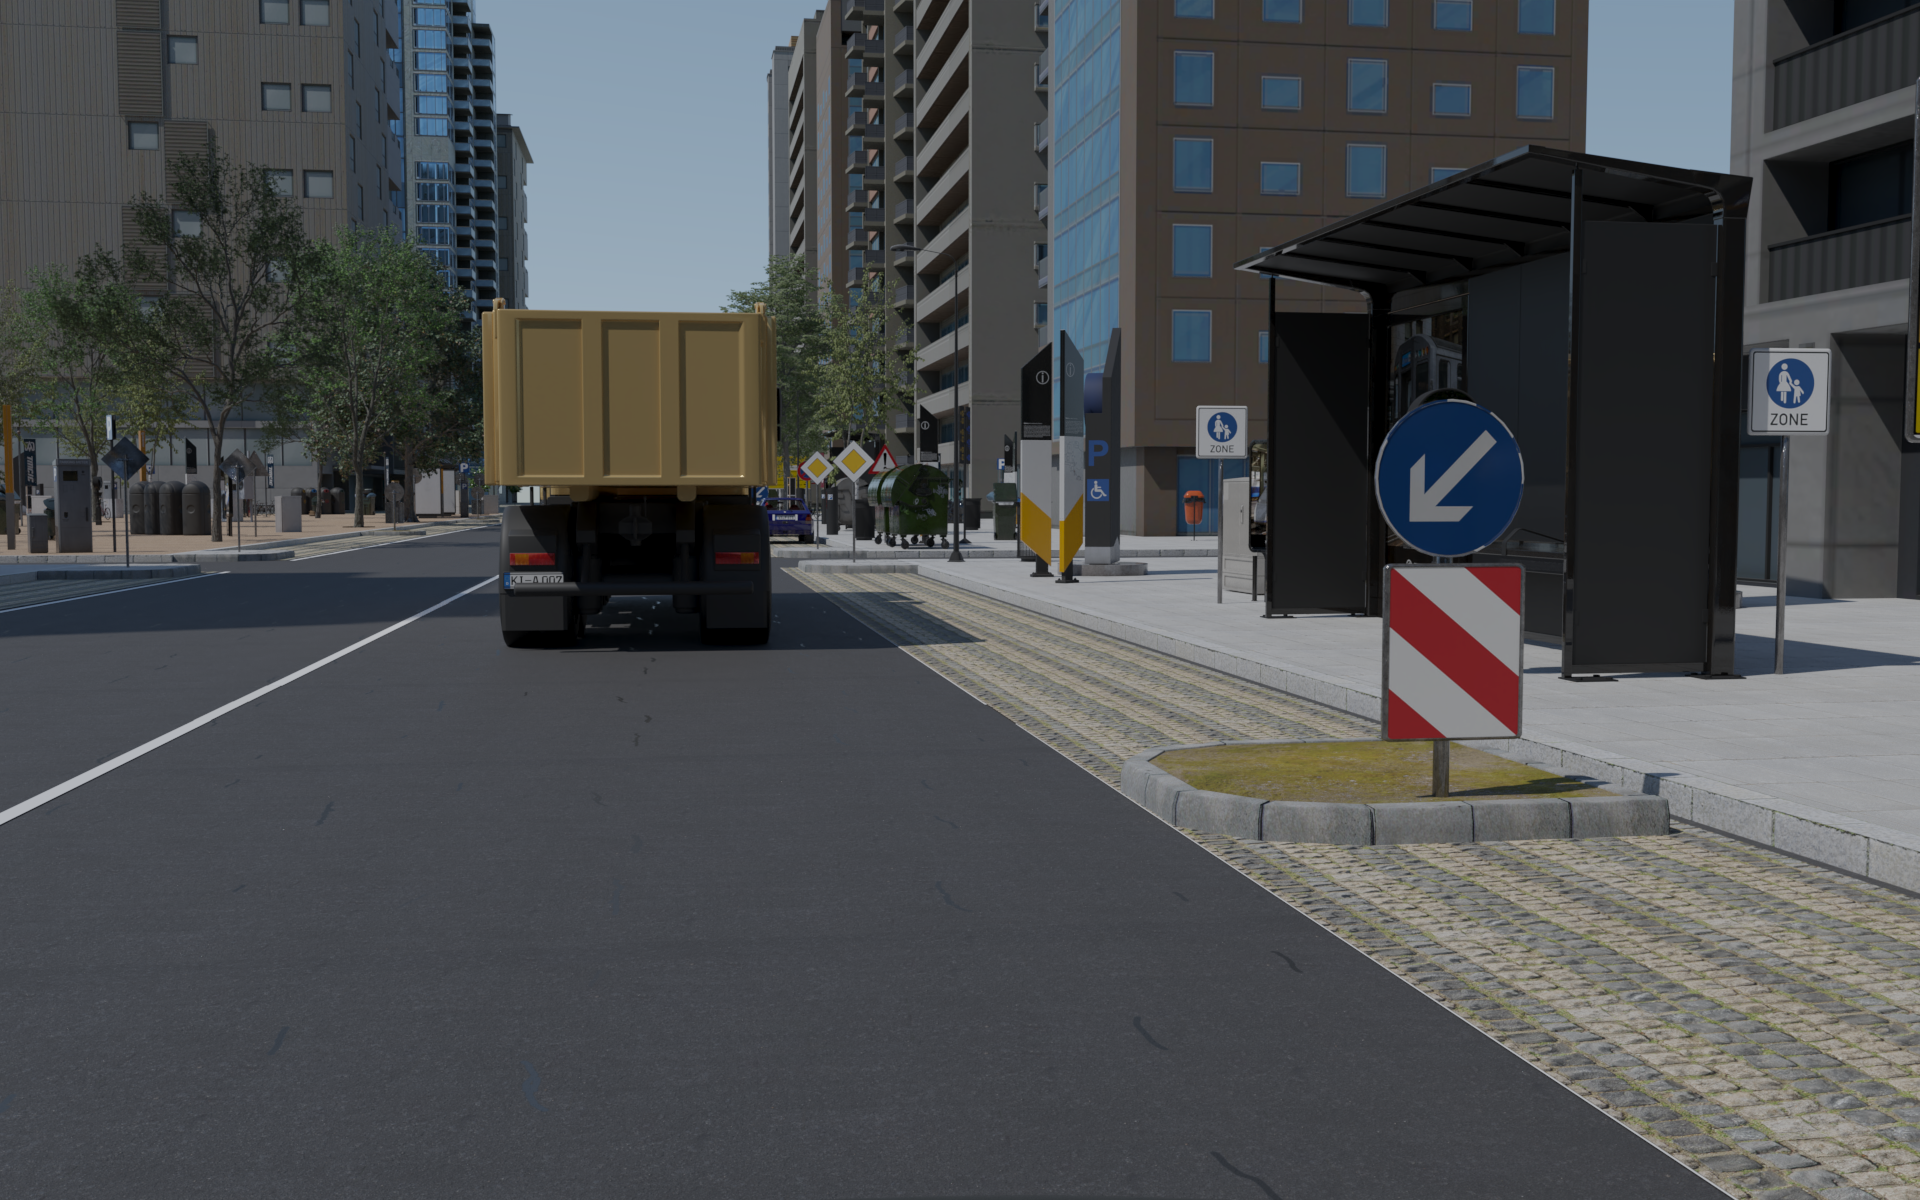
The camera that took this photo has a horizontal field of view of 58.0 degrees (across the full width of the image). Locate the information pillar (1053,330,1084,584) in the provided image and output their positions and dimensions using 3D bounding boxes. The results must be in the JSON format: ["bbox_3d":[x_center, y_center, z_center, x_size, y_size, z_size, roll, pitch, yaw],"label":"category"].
[{"bbox_3d":[1.599,-2.053,24.929,0.183,3.616,0.504,3,5,40],"label":"information pillar"}]

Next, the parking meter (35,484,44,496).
[{"bbox_3d":[-51.185,-5.543,96.338,0.399,1.863,0.255,1,4,20],"label":"parking meter"}]

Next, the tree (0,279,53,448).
[{"bbox_3d":[-32.415,-6.562,57.644,4.737,8.622,4.395,0,3,0],"label":"tree"}]

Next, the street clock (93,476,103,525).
[{"bbox_3d":[-35.445,-4.077,71.228,0.358,2.002,0.471,0,4,-5],"label":"street clock"}]

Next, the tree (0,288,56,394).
[{"bbox_3d":[-29.413,-6.172,51.277,4.360,8.622,3.978,0,3,0],"label":"tree"}]

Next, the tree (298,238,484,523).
[{"bbox_3d":[-24.831,-9.852,78.086,9.611,12.733,9.660,0,3,0],"label":"tree"}]

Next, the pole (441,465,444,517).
[{"bbox_3d":[-29.109,-6.330,97.340,0.158,3.312,0.155,0,3,0],"label":"pole"}]

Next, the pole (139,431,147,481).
[{"bbox_3d":[-26.346,-3.794,55.867,0.158,3.312,0.155,0,3,0],"label":"pole"}]

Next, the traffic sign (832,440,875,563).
[{"bbox_3d":[-1.983,-1.754,32.326,0.795,2.450,0.064,-1,4,-10],"label":"traffic sign"}]

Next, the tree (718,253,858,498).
[{"bbox_3d":[-8.381,-10.007,81.746,7.486,12.596,7.792,0,3,0],"label":"tree"}]

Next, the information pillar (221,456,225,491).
[{"bbox_3d":[-45.004,-6.976,105.408,0.504,3.616,0.183,-3,5,-42],"label":"information pillar"}]

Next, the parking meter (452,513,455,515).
[{"bbox_3d":[-31.085,-5.968,105.989,0.372,1.533,0.369,0,3,0],"label":"parking meter"}]

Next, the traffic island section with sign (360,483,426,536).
[{"bbox_3d":[-19.582,-3.139,59.944,1.989,1.847,2.006,-1,4,-10],"label":"traffic island section with sign"}]

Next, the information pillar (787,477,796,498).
[{"bbox_3d":[-7.382,-4.373,75.990,0.304,2.012,0.304,-2,4,-25],"label":"information pillar"}]

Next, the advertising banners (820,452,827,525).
[{"bbox_3d":[-5.441,-4.646,72.146,0.090,3.025,2.074,-2,4,-28],"label":"advertising banners"}]

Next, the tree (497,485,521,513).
[{"bbox_3d":[-31.273,-10.236,117.728,4.737,8.622,4.395,0,3,0],"label":"tree"}]

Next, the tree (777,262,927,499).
[{"bbox_3d":[-3.251,-6.444,55.714,4.737,8.622,4.395,0,3,0],"label":"tree"}]

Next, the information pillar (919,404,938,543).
[{"bbox_3d":[-0.817,-3.278,44.947,0.504,3.616,0.183,0,4,5],"label":"information pillar"}]

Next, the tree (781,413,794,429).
[{"bbox_3d":[-16.671,-13.563,132.122,12.009,13.543,11.850,0,3,0],"label":"tree"}]

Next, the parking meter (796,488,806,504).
[{"bbox_3d":[-6.366,-3.727,69.340,0.372,1.533,0.369,0,3,0],"label":"parking meter"}]

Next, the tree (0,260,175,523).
[{"bbox_3d":[-39.260,-9.321,78.153,9.928,11.665,9.643,0,3,0],"label":"tree"}]

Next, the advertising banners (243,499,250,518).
[{"bbox_3d":[-39.137,-6.058,95.228,0.090,3.025,2.074,0,4,-7],"label":"advertising banners"}]

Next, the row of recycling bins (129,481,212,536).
[{"bbox_3d":[-24.842,-2.893,54.410,3.534,1.692,1.069,2,4,32],"label":"row of recycling bins"}]

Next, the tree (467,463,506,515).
[{"bbox_3d":[-29.657,-6.907,107.535,1.663,3.219,1.824,0,3,0],"label":"tree"}]

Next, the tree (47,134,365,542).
[{"bbox_3d":[-19.923,-6.816,45.856,8.767,10.594,7.601,-1,4,-10],"label":"tree"}]

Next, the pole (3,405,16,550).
[{"bbox_3d":[-21.819,-2.808,39.754,0.158,3.312,0.155,0,3,0],"label":"pole"}]

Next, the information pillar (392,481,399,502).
[{"bbox_3d":[-31.521,-5.643,96.749,0.304,2.012,0.304,-3,5,-39],"label":"information pillar"}]

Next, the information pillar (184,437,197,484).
[{"bbox_3d":[-31.665,-4.892,71.331,0.183,3.616,0.504,2,4,34],"label":"information pillar"}]

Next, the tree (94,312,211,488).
[{"bbox_3d":[-30.972,-7.087,66.240,4.737,8.622,4.395,0,3,0],"label":"tree"}]

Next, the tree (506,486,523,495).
[{"bbox_3d":[-34.364,-8.524,133.974,1.663,3.219,1.824,0,3,0],"label":"tree"}]

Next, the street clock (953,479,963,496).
[{"bbox_3d":[-0.091,-4.784,82.793,0.358,2.002,0.471,3,5,42],"label":"street clock"}]

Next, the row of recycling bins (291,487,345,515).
[{"bbox_3d":[-39.974,-6.155,107.744,1.069,1.692,3.534,3,4,37],"label":"row of recycling bins"}]

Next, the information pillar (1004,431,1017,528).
[{"bbox_3d":[1.923,-4.657,67.489,0.504,3.616,0.183,3,4,38],"label":"information pillar"}]

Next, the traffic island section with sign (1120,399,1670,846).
[{"bbox_3d":[1.820,0.039,7.990,1.989,1.847,2.006,-1,4,-10],"label":"traffic island section with sign"}]

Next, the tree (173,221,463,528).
[{"bbox_3d":[-22.939,-8.575,65.962,9.928,11.665,9.643,0,3,0],"label":"tree"}]

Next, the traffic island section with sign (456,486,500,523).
[{"bbox_3d":[-24.063,-4.764,86.526,1.989,1.847,2.006,-1,4,-10],"label":"traffic island section with sign"}]

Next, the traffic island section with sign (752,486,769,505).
[{"bbox_3d":[-7.407,-3.308,62.713,1.989,1.847,2.006,-1,4,-10],"label":"traffic island section with sign"}]

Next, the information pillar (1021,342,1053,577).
[{"bbox_3d":[1.187,-2.159,26.658,0.504,3.616,0.183,-1,4,-12],"label":"information pillar"}]

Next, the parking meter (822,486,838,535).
[{"bbox_3d":[-4.003,-2.806,54.292,0.372,1.533,0.369,0,3,0],"label":"parking meter"}]

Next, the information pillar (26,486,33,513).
[{"bbox_3d":[-52.765,-5.732,98.204,0.304,2.012,0.304,-3,4,-38],"label":"information pillar"}]

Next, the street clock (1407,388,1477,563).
[{"bbox_3d":[3.324,-0.452,11.959,0.471,2.002,0.358,0,4,-1],"label":"street clock"}]
